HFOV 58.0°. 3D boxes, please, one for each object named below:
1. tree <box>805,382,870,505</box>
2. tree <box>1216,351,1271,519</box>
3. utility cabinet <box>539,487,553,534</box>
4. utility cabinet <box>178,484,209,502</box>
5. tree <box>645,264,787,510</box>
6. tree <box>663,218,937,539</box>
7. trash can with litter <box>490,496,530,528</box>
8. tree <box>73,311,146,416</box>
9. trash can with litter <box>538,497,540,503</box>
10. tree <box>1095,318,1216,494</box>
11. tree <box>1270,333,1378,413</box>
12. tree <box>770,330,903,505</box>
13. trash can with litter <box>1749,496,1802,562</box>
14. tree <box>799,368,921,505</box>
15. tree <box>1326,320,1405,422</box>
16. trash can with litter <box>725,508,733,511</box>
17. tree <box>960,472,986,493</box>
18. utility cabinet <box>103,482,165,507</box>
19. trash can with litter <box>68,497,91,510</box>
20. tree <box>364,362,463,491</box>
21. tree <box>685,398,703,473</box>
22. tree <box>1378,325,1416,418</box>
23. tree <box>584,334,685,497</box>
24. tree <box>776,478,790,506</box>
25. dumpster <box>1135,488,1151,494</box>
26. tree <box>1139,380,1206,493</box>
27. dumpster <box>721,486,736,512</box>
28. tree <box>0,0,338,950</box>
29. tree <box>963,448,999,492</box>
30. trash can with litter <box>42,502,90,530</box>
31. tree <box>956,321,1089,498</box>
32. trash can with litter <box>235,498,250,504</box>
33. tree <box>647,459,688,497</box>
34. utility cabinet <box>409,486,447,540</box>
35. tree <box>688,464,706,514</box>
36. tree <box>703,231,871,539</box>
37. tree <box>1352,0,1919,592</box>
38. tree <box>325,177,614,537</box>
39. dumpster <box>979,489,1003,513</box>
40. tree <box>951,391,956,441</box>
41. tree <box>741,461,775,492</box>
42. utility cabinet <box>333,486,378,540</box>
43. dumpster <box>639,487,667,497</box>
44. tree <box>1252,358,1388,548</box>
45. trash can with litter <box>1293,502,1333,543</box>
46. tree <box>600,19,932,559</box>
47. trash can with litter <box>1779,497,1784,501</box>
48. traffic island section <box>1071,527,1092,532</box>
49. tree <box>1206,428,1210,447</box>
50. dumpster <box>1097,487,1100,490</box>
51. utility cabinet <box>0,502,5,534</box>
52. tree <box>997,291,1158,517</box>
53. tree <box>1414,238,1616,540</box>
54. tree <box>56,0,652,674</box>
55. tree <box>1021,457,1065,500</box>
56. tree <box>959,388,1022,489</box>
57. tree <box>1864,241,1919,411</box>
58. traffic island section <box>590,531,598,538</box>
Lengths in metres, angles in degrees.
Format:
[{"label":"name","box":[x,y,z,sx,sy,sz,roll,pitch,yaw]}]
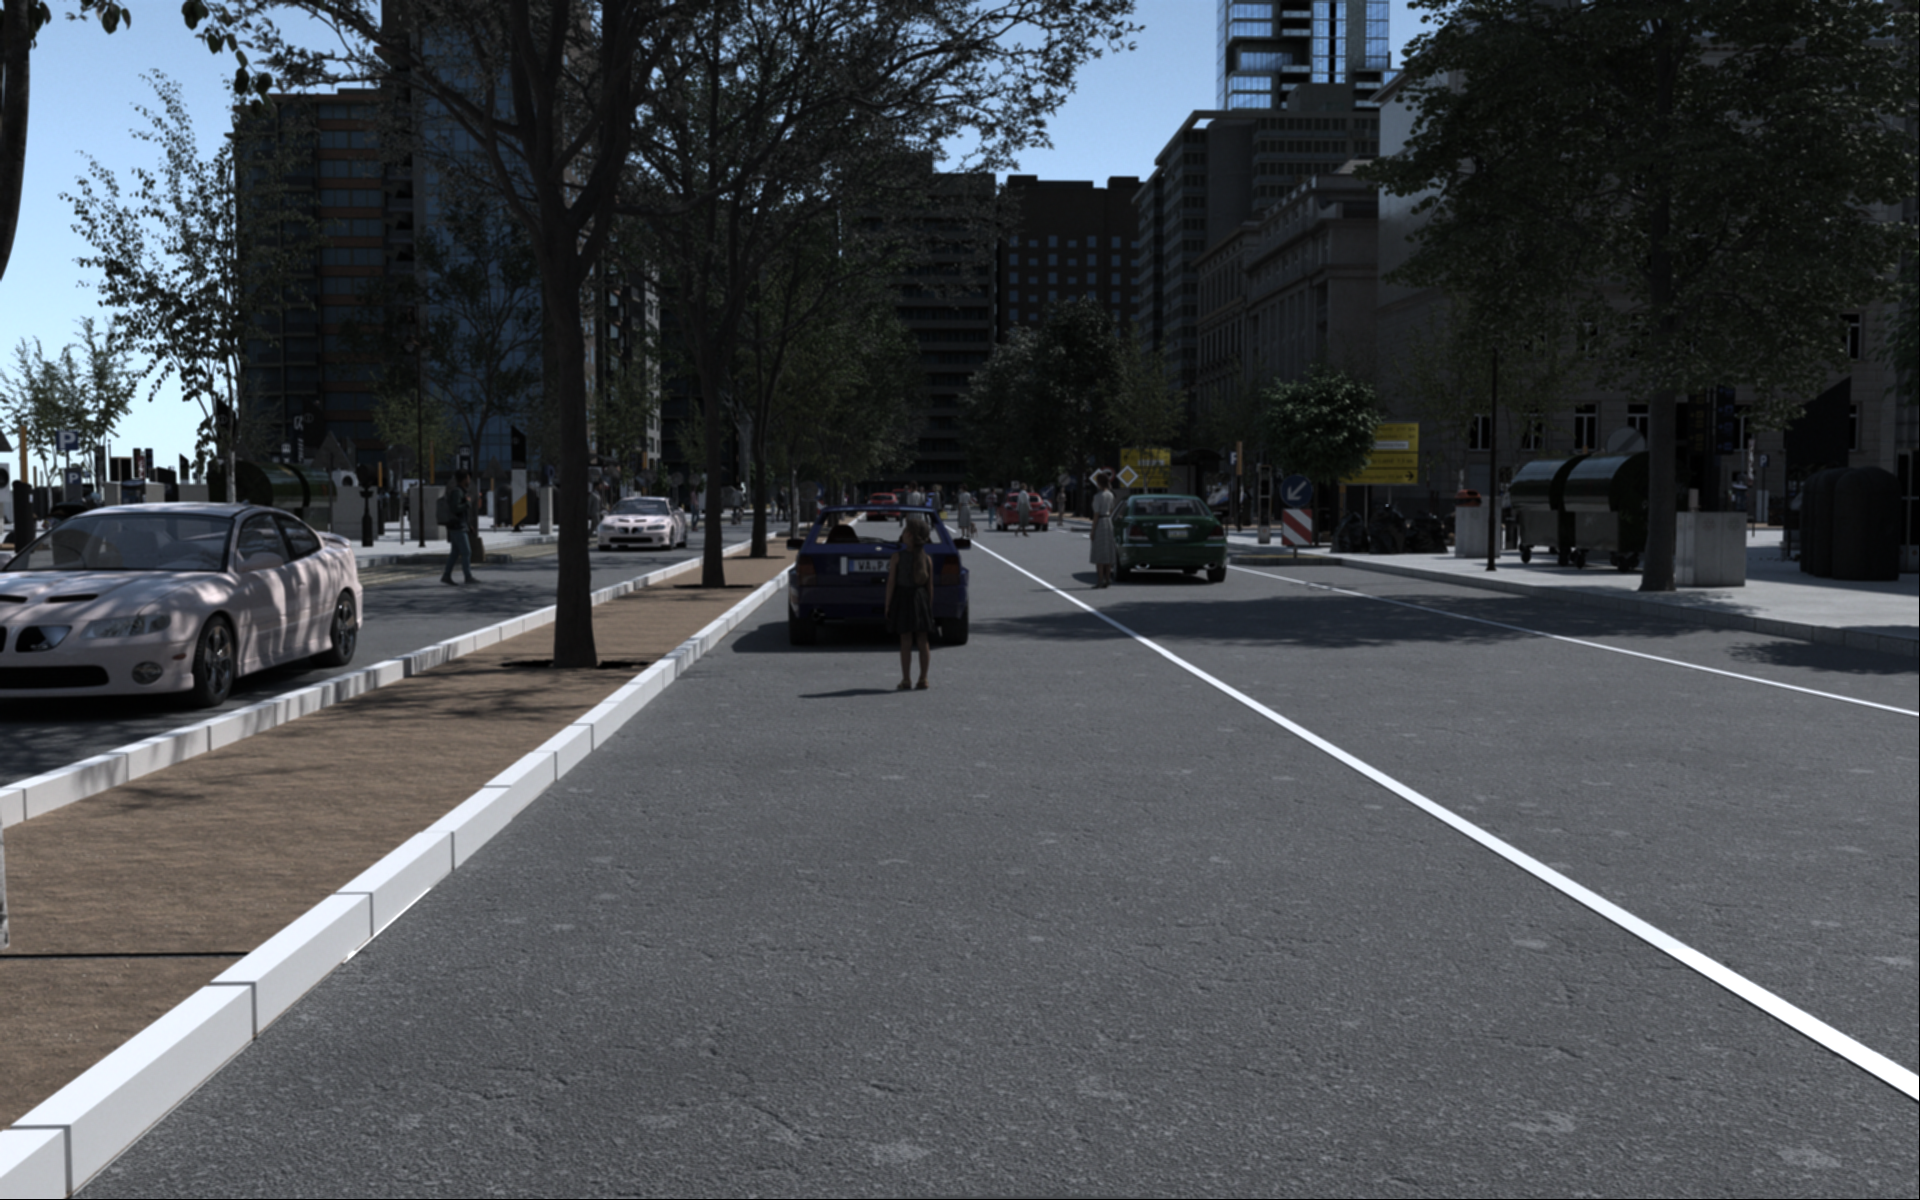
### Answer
[{"label":"tree","box":[-6.208,-8.483,91.508,4.360,8.622,3.978,0,3,0]},{"label":"tree","box":[14.690,-8.441,88.376,4.737,8.622,4.395,0,3,0]},{"label":"utility cabinet","box":[-13.198,-2.844,55.174,0.318,1.500,1.173,0,4,-8]},{"label":"utility cabinet","box":[-17.183,-1.818,38.411,0.318,1.500,1.173,3,5,43]},{"label":"tree","box":[-18.509,-17.356,139.665,12.611,20.169,13.585,0,3,0]},{"label":"tree","box":[-5.066,-7.125,53.356,8.767,10.594,7.601,0,4,-2]},{"label":"trash can with litter","box":[-17.175,-3.383,66.367,1.678,1.210,2.233,2,4,26]},{"label":"tree","box":[-34.701,-7.276,69.318,4.737,8.622,4.395,0,3,0]},{"label":"trash can with litter","box":[-32.048,-7.231,129.620,0.624,1.170,1.055,3,5,40]},{"label":"tree","box":[7.703,-7.436,71.941,4.737,8.622,4.395,0,3,0]},{"label":"tree","box":[17.383,-7.901,79.539,4.737,8.622,4.395,0,3,0]},{"label":"tree","box":[-6.866,-10.813,97.378,7.486,12.596,7.792,0,3,0]},{"label":"trash can with litter","box":[16.058,-1.338,32.927,1.678,1.210,2.233,1,4,16]},{"label":"tree","box":[-7.444,-12.162,118.312,9.611,12.733,9.660,0,3,0]},{"label":"tree","box":[17.004,-7.573,74.174,4.360,8.622,3.978,0,3,0]},{"label":"trash can with litter","box":[-18.487,-7.530,134.180,2.233,1.210,1.678,0,4,-3]},{"label":"tree","box":[1.720,-14.225,216.289,4.285,4.588,4.351,0,3,0]},{"label":"utility cabinet","box":[-14.869,-1.381,31.255,0.318,1.500,1.173,1,4,16]},{"label":"trash can with litter","box":[-22.059,-2.024,44.144,2.233,1.210,1.678,0,4,-7]},{"label":"tree","box":[-31.293,-8.968,96.984,4.737,8.622,4.395,0,3,0]},{"label":"tree","box":[-19.221,-10.969,129.703,4.737,8.622,4.395,0,3,0]},{"label":"tree","box":[15.137,-6.247,52.506,4.737,8.622,4.395,0,3,0]},{"label":"tree","box":[-15.200,-7.859,78.861,4.737,8.622,4.395,0,3,0]},{"label":"tree","box":[-19.513,-12.090,192.273,1.663,3.219,1.824,0,3,0]},{"label":"dumpster","box":[9.191,-5.370,90.286,1.502,2.255,1.985,0,4,-2]},{"label":"tree","box":[13.106,-9.891,112.076,4.360,8.622,3.978,0,3,0]},{"label":"dumpster","box":[-16.960,-7.377,126.368,1.264,1.857,1.865,0,4,-2]},{"label":"tree","box":[-3.096,-3.216,5.402,4.360,8.622,3.978,0,3,0]},{"label":"tree","box":[2.656,-14.106,180.999,4.737,8.622,4.395,0,3,0]},{"label":"trash can with litter","box":[-12.721,-0.814,24.701,0.624,1.170,1.055,-2,4,-26]},{"label":"tree","box":[5.302,-13.590,128.849,9.857,13.997,8.962,0,3,0]},{"label":"trash can with litter","box":[-13.580,-1.374,33.518,1.678,1.210,2.233,1,4,18]},{"label":"tree","box":[-16.002,-6.027,93.137,1.663,3.219,1.824,0,3,0]},{"label":"utility cabinet","box":[-14.718,-2.399,47.895,1.173,1.500,0.318,2,4,32]},{"label":"tree","box":[-16.891,-7.149,111.486,1.663,3.219,1.824,0,3,0]},{"label":"tree","box":[-4.461,-5.771,47.177,4.737,8.622,4.395,0,3,0]},{"label":"tree","box":[9.195,-6.416,23.033,7.486,12.596,7.792,0,3,0]},{"label":"tree","box":[-14.548,-7.149,51.299,8.767,10.594,7.601,-1,4,-11]},{"label":"dumpster","box":[2.410,-7.752,134.955,1.865,1.857,1.264,0,4,-4]},{"label":"tree","box":[4.098,-15.451,159.278,9.857,13.997,8.962,0,3,0]},{"label":"tree","box":[-18.245,-10.545,156.126,4.285,4.588,4.351,0,3,0]},{"label":"utility cabinet","box":[-16.792,-2.411,48.101,1.173,1.500,0.318,-1,4,-19]},{"label":"dumpster","box":[-18.927,-6.367,106.595,1.502,2.255,1.985,0,4,-2]},{"label":"tree","box":[8.739,-3.566,42.022,4.285,4.588,4.351,0,3,0]},{"label":"trash can with litter","box":[9.306,-2.090,45.566,1.055,1.170,0.624,-1,4,-21]},{"label":"tree","box":[-4.349,-6.714,37.981,9.928,11.665,9.643,0,3,0]},{"label":"trash can with litter","box":[64.828,-7.602,135.676,1.055,1.170,0.624,2,4,23]},{"label":"traffic island section","box":[5.335,-2.700,66.419,2.009,0.180,2.903,0,4,-2]},{"label":"tree","box":[15.828,-10.575,123.268,4.360,8.622,3.978,0,3,0]},{"label":"dumpster","box":[8.963,-6.616,113.935,1.264,1.857,1.865,0,4,-2]},{"label":"utility cabinet","box":[-30.355,-2.808,54.594,0.318,1.500,1.173,-2,4,-24]},{"label":"tree","box":[6.738,-11.092,98.355,9.611,12.733,9.660,0,3,0]},{"label":"tree","box":[15.500,-5.948,47.618,4.737,8.622,4.395,0,3,0]},{"label":"tree","box":[-3.141,-6.173,13.748,12.009,13.543,11.850,0,3,0]},{"label":"tree","box":[5.919,-8.462,122.073,4.285,4.588,4.351,0,3,0]},{"label":"tree","box":[3.775,-15.572,172.726,7.486,12.596,7.792,0,3,0]},{"label":"tree","box":[10.284,-1.999,16.393,4.285,4.588,4.351,0,3,0]},{"label":"traffic island section","box":[-11.619,-2.169,57.747,2.009,0.180,2.903,0,4,-2]}]
